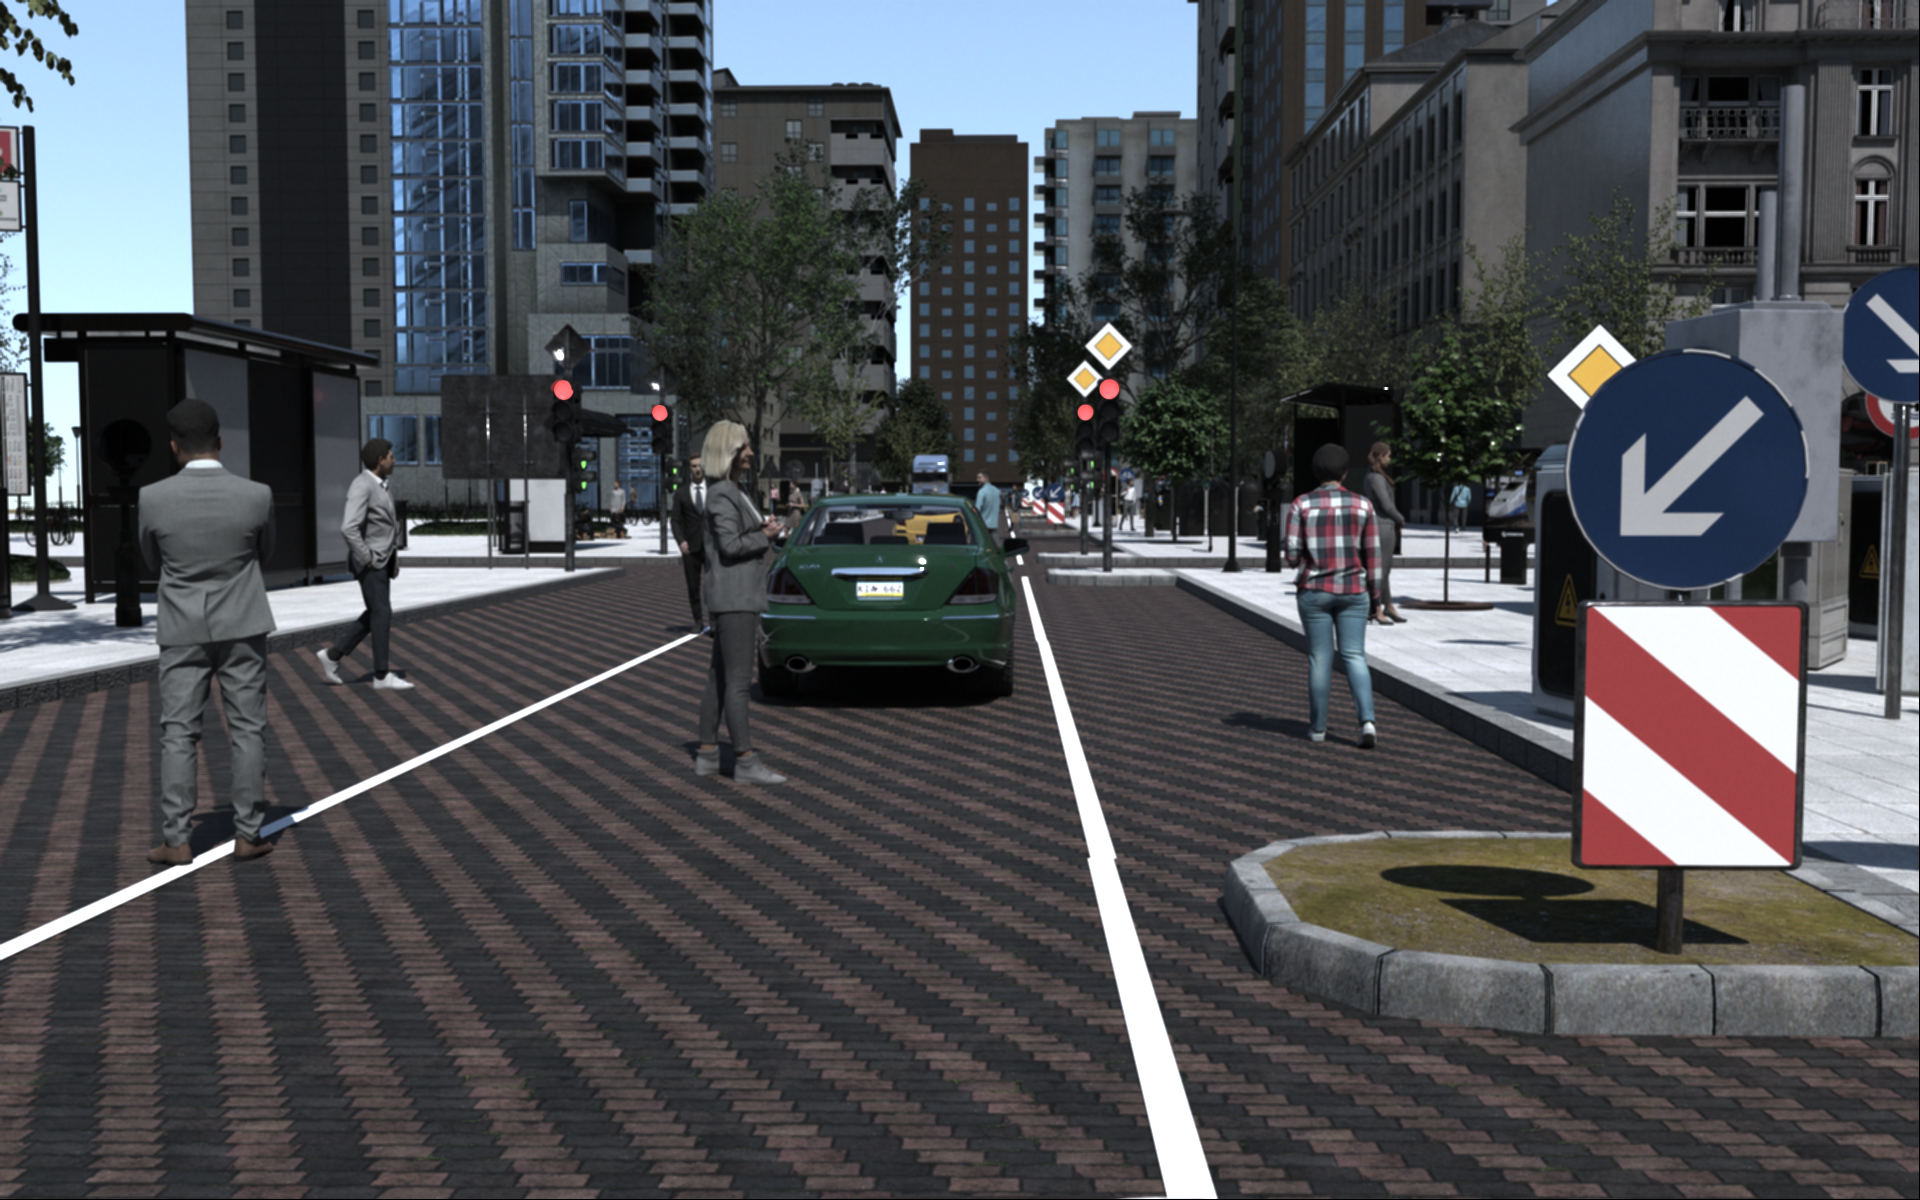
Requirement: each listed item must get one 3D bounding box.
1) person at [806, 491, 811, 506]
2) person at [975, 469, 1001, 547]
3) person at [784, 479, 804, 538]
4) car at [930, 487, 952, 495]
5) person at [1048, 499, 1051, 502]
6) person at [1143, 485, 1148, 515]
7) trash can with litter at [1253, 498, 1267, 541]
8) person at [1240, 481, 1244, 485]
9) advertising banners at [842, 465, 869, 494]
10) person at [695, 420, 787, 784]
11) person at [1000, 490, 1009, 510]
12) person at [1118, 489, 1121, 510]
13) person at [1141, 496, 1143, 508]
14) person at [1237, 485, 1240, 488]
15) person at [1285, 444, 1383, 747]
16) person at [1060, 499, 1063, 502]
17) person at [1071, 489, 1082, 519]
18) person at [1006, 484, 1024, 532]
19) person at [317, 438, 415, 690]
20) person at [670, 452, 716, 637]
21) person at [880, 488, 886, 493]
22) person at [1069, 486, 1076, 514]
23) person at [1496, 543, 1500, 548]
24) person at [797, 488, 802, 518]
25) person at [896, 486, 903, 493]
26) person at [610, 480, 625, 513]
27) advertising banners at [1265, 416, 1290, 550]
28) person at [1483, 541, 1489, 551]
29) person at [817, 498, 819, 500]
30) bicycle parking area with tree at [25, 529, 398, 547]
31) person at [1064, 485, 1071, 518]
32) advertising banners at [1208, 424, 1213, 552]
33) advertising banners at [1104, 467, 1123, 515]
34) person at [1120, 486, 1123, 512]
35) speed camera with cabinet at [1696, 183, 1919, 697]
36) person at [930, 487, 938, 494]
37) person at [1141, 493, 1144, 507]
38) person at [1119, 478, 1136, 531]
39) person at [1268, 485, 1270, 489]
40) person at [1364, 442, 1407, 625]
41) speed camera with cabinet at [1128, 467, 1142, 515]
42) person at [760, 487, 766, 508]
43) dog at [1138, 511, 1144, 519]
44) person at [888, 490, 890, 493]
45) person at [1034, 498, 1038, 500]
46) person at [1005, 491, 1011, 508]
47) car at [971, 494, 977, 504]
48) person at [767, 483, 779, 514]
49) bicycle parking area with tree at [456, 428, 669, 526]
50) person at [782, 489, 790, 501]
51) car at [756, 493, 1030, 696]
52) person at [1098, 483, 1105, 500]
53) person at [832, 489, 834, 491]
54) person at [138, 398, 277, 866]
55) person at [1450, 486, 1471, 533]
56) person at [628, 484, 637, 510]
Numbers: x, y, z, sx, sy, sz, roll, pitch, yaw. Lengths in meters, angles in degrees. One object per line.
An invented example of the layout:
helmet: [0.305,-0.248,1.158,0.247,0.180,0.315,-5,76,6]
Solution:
person: [-16.764,-11.252,192.571,0.705,1.812,1.348,1,4,15]
person: [0.456,-1.219,28.286,0.638,1.841,0.748,-2,4,-34]
person: [-4.029,-1.997,41.497,0.599,1.781,0.374,3,5,40]
car: [-0.603,-1.867,40.756,2.015,1.641,3.980,0,4,3]
person: [7.481,-8.396,143.325,0.705,1.822,1.348,0,4,-3]
person: [10.469,-5.558,97.165,0.529,1.795,0.600,0,4,-5]
trash can with litter: [8.307,-2.211,47.534,0.624,1.170,1.055,0,4,3]
person: [11.210,-3.848,69.180,0.478,1.798,0.641,0,4,-4]
advertising banners: [-6.305,-6.655,105.002,2.074,3.025,0.090,2,4,31]
person: [-1.090,-0.006,8.774,0.526,1.800,0.537,1,4,9]
person: [3.905,-8.974,155.306,1.350,1.814,0.705,0,4,6]
person: [13.187,-8.361,143.576,1.217,1.723,0.721,-1,4,-13]
person: [17.007,-9.565,162.953,0.721,1.766,1.217,-1,4,-12]
person: [16.731,-5.841,101.753,1.509,1.804,0.699,3,5,44]
person: [2.142,-0.037,9.935,0.563,1.720,0.643,0,4,4]
person: [8.689,-8.693,148.317,0.705,1.807,1.348,1,4,10]
person: [6.075,-5.141,90.184,0.778,1.811,0.616,-2,4,-35]
person: [2.099,-3.454,64.955,0.713,1.824,0.794,-1,4,-17]
person: [-4.409,-0.270,12.768,0.795,1.843,0.661,0,4,1]
person: [-2.590,-0.561,17.457,0.659,1.850,0.755,-1,4,-9]
person: [-5.026,-6.567,114.349,0.756,1.711,0.436,2,4,35]
person: [7.178,-6.411,111.042,0.526,1.800,0.537,-1,4,-15]
person: [12.876,-2.121,40.993,0.573,1.790,0.520,-2,4,-29]
person: [-6.397,-3.791,68.246,0.641,1.798,0.478,0,4,6]
person: [-3.055,-4.898,88.357,0.659,1.850,0.755,1,4,21]
person: [-11.070,-3.006,55.940,0.466,1.731,0.760,-2,4,-29]
advertising banners: [7.360,-2.688,40.132,0.090,3.025,2.074,0,4,-3]
person: [11.868,-1.942,37.896,0.778,1.811,0.616,1,4,10]
person: [-11.050,-7.982,136.566,1.348,1.823,0.705,0,4,8]
bicycle parking area with tree: [-19.285,-3.590,45.696,8.231,4.147,9.016,1,4,9]
person: [5.610,-5.201,91.648,0.524,1.755,0.480,-3,5,-40]
advertising banners: [5.649,-2.614,38.930,0.090,3.025,2.074,1,4,9]
advertising banners: [9.713,-6.851,108.204,0.090,3.025,2.074,-3,4,-37]
person: [11.561,-7.172,123.269,0.705,1.831,1.348,0,4,2]
speed camera with cabinet: [5.969,-1.033,11.220,2.038,3.252,0.660,2,4,33]
person: [-1.302,-4.747,86.297,0.537,1.800,0.526,-1,4,-8]
person: [18.439,-10.092,174.230,0.628,1.438,0.799,0,4,-7]
person: [5.825,-3.317,60.384,0.679,1.850,0.850,-2,4,-30]
person: [18.728,-6.055,105.266,0.699,1.804,1.509,0,4,-6]
person: [4.233,-0.655,17.029,0.573,1.790,0.520,-1,4,-14]
speed camera with cabinet: [10.548,-6.768,104.998,0.660,3.252,2.038,0,4,-7]
person: [-15.076,-7.659,131.294,1.348,1.821,0.705,3,5,43]
dog: [9.630,-4.435,90.253,0.748,0.427,0.550,0,4,-5]
person: [-7.635,-11.005,186.681,1.217,1.736,0.721,0,4,2]
person: [7.869,-10.145,175.144,0.991,1.433,0.599,3,5,39]
person: [4.982,-9.976,172.423,1.217,1.723,0.721,2,4,25]
car: [1.825,-8.395,147.050,2.009,1.686,4.222,0,4,1]
person: [-8.854,-4.644,81.980,0.555,1.821,0.388,0,4,-7]
bicycle parking area with tree: [-17.034,-5.123,70.770,8.231,4.147,9.016,3,4,37]
person: [-17.655,-10.434,176.653,1.348,1.822,0.705,0,4,4]
car: [-0.498,-0.118,13.735,2.131,1.459,4.920,0,4,1]
person: [5.983,-4.005,71.859,0.374,1.781,0.599,-3,4,-36]
person: [-13.119,-10.594,179.125,0.709,1.838,0.599,-1,4,-8]
person: [-2.965,0.113,6.839,0.511,1.800,0.466,-3,4,-37]
person: [16.366,-3.095,56.666,0.660,1.820,0.620,1,4,10]
person: [-18.901,-5.756,100.056,0.656,1.842,0.836,1,4,14]
